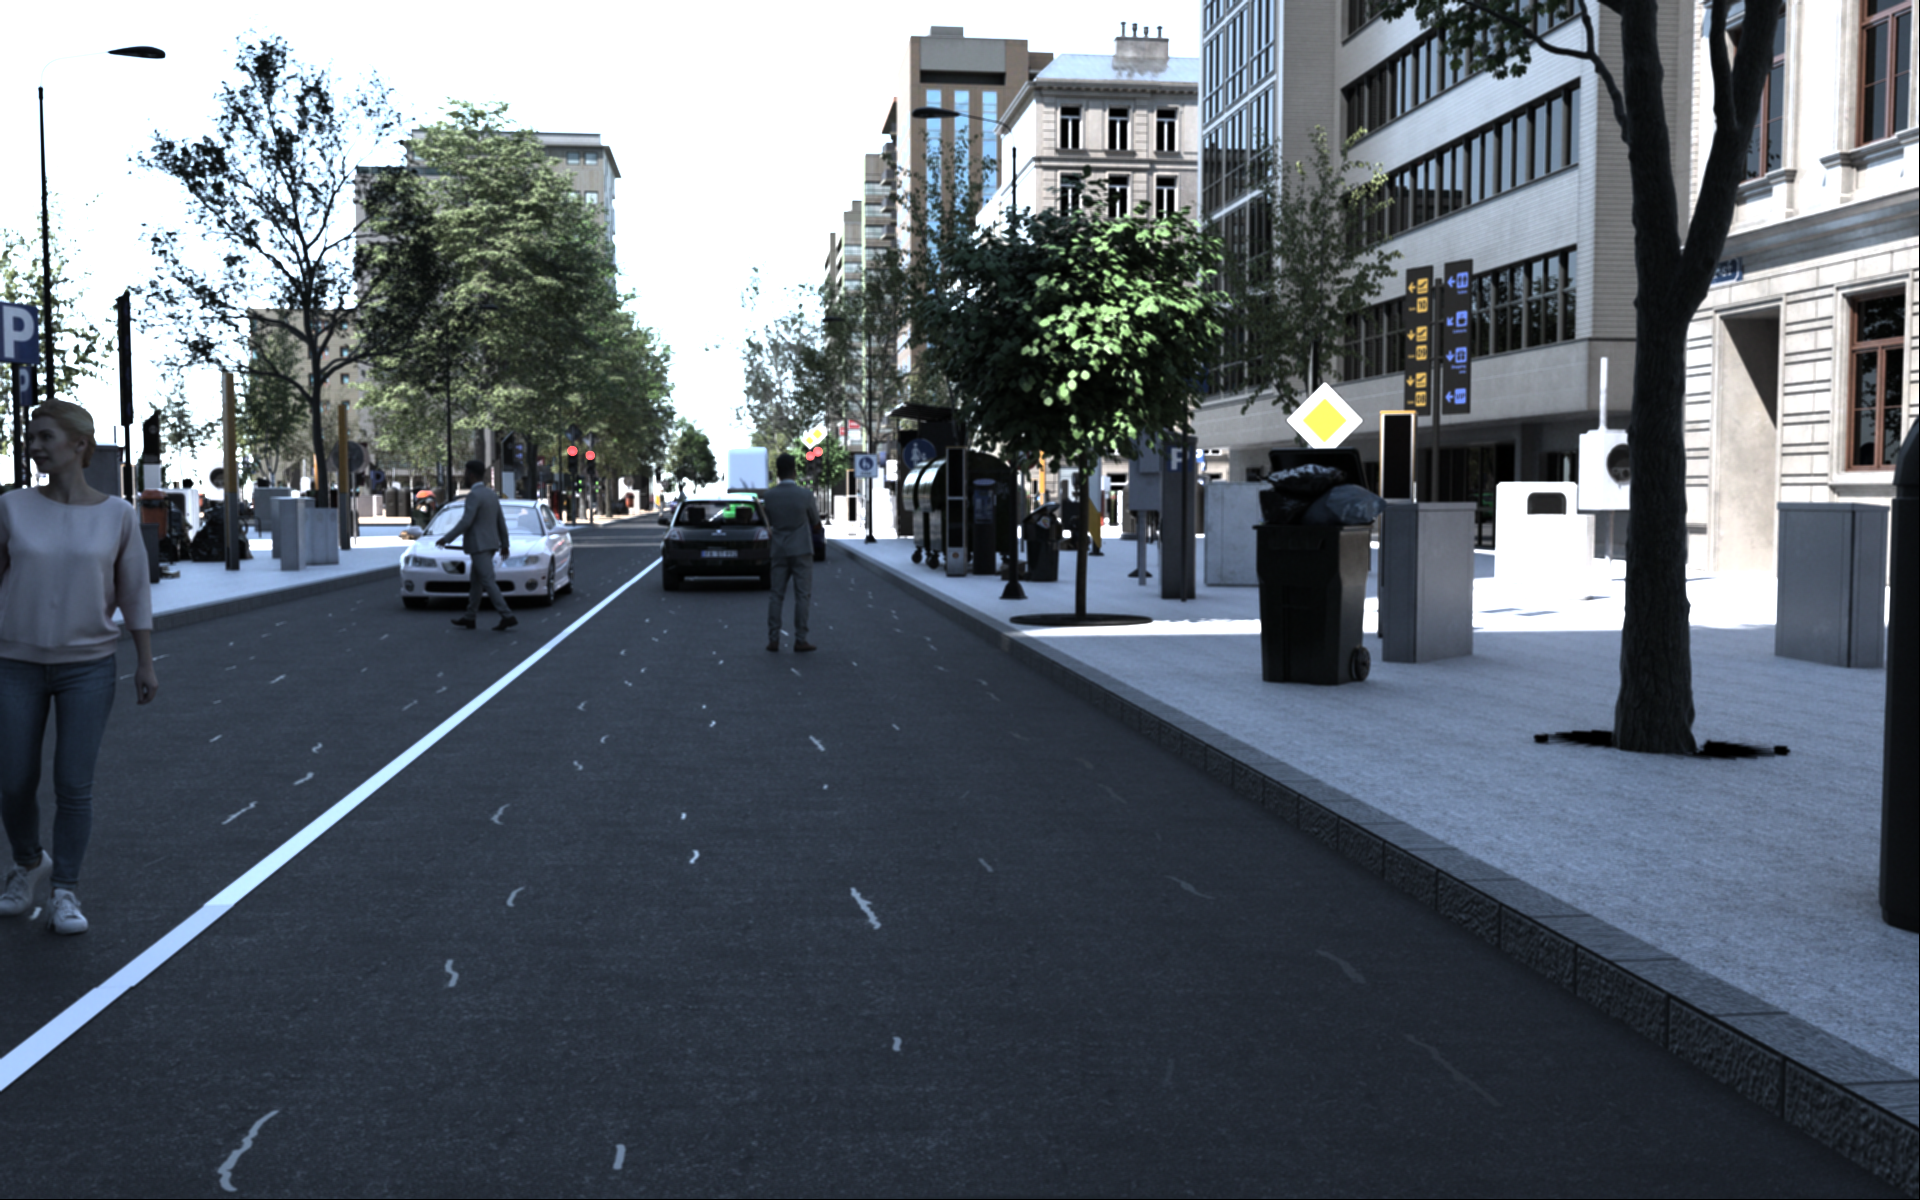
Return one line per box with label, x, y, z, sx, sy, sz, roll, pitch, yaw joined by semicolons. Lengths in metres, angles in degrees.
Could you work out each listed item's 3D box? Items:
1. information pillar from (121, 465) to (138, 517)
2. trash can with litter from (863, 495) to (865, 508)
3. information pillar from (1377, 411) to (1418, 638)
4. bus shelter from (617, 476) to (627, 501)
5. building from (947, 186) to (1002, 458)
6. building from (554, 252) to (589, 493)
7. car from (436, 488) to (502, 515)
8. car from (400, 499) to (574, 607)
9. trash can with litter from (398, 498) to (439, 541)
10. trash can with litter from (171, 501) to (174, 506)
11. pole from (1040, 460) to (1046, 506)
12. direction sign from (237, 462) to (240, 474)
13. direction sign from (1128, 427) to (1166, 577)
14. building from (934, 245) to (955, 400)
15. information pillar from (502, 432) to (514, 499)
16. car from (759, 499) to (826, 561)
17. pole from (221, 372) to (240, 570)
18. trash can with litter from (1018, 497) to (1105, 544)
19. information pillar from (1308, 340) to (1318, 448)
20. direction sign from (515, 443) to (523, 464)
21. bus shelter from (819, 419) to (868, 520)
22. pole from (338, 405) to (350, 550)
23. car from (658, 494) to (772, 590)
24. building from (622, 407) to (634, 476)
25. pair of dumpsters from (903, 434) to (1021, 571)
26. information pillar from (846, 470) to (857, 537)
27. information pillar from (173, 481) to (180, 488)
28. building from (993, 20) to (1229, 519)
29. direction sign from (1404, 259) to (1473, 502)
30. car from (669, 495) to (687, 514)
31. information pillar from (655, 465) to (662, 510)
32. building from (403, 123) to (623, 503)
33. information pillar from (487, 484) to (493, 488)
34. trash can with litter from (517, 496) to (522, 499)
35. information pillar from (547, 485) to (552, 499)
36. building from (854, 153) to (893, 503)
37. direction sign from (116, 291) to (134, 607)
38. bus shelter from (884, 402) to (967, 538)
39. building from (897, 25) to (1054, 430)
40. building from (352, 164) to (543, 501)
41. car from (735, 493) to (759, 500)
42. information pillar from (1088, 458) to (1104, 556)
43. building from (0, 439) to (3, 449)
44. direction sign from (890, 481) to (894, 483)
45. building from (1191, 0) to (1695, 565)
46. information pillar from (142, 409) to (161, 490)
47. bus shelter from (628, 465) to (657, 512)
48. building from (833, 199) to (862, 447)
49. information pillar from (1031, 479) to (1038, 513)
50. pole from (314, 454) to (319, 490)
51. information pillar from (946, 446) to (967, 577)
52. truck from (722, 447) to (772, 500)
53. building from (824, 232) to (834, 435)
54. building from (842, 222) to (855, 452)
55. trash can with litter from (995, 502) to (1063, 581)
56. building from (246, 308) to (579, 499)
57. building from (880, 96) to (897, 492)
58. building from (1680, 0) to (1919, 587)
information pillar;-20.823;-2.382;43.444;0.304;2.012;0.304;-1;4;-15
trash can with litter;-8.076;-8.664;153.050;1.055;1.170;0.624;1;4;9
information pillar;3.904;-0.671;15.457;0.304;2.012;0.304;1;4;19
bus shelter;-27.085;-9.034;141.625;2.014;3.302;5.546;0;4;-7
building;5.331;-15.701;111.469;10.420;20.320;16.860;0;4;-7
building;-50.217;-26.099;198.412;14.160;30.474;14.107;0;4;-7
car;-20.881;-3.856;72.831;4.222;1.686;2.009;0;4;-7
car;-6.331;-0.683;23.530;2.083;1.381;4.827;0;4;-8
trash can with litter;-14.990;-2.220;47.679;1.055;1.170;0.624;1;4;18
trash can with litter;-19.999;-1.976;43.697;0.624;1.170;1.055;-2;4;-35
pole;2.725;-3.866;57.058;0.158;3.312;0.155;0;3;0
direction sign;-50.317;-7.833;120.073;0.876;3.537;0.379;1;4;14
direction sign;2.795;-2.126;26.759;0.876;3.537;0.379;-2;4;-26
building;5.208;-19.460;137.263;14.460;24.649;34.723;0;4;-7
information pillar;-16.814;-4.472;64.478;0.183;3.616;0.504;3;4;38
car;-3.925;-1.589;38.565;1.945;1.354;3.894;0;4;-7
pole;-12.271;-2.157;29.117;0.158;3.312;0.155;0;3;0
trash can with litter;2.530;-2.056;44.667;2.233;1.210;1.678;1;4;17
information pillar;5.419;-2.158;26.645;0.183;3.616;0.504;0;4;4
direction sign;-19.695;-5.164;76.423;0.876;3.537;0.379;0;4;3
bus shelter;-6.040;-6.863;89.836;2.179;5.291;8.768;0;4;-7
pole;-14.121;-2.805;39.704;0.158;3.312;0.155;0;3;0
car;-3.771;-1.071;27.301;2.009;1.686;4.222;0;4;-7
building;-67.934;-26.837;283.818;27.650;21.520;28.899;0;4;-7
pair of dumpsters;-0.009;-1.687;30.080;1.574;2.255;4.437;0;4;-7
information pillar;-3.275;-2.933;52.441;0.304;2.012;0.304;-1;4;-10
information pillar;-42.741;-5.507;94.525;0.304;2.012;0.304;0;4;-2
building;15.146;-18.321;96.817;25.104;27.353;12.463;0;4;-7
direction sign;4.712;-1.538;17.151;0.379;3.537;0.876;-2;4;-29
car;-20.136;-6.921;125.746;1.945;1.354;3.894;-1;4;-9
information pillar;-23.945;-8.946;137.615;0.504;3.616;0.183;-1;4;-14
building;-64.716;-40.690;254.527;28.713;52.752;27.495;0;4;-7
information pillar;-33.254;-7.225;122.624;0.304;2.012;0.304;1;4;22
trash can with litter;-29.417;-6.314;114.620;1.055;1.170;0.624;3;5;40
information pillar;-31.547;-7.866;133.093;0.304;2.012;0.304;-2;4;-35
building;-4.985;-32.257;210.993;14.154;41.232;14.086;0;4;-7
direction sign;-9.485;-1.697;19.738;0.379;3.537;0.876;-2;4;-33
bus shelter;-0.964;-3.445;47.615;1.731;3.624;6.357;0;4;-7
building;1.407;-31.670;167.922;14.600;45.320;14.200;0;4;-7
building;-45.607;-23.480;155.596;14.160;30.474;14.107;0;4;-7
car;-9.911;-4.316;79.365;1.959;1.807;4.718;0;4;-6
information pillar;2.806;-2.740;36.147;0.183;3.616;0.504;-2;4;-27
building;-42.959;-23.611;40.657;28.867;44.769;22.147;0;4;-7
direction sign;-5.150;-8.037;123.395;0.876;3.537;0.379;0;4;1
building;16.672;-13.862;45.718;14.314;24.678;30.058;0;4;-7
information pillar;-22.399;-3.468;48.061;0.504;3.616;0.183;0;4;7
bus shelter;-23.621;-9.154;127.305;2.179;5.291;8.768;0;4;-7
building;-8.785;-40.177;280.593;21.300;48.544;21.600;0;4;-7
information pillar;3.710;-5.016;86.502;0.304;2.012;0.304;-1;4;-16
pole;-32.728;-5.767;88.126;0.158;3.312;0.155;0;3;0
information pillar;-0.052;-1.368;26.864;0.304;2.012;0.304;0;4;6
truck;-11.449;-6.389;94.211;2.967;4.110;18.799;0;4;-8
building;-12.514;-41.494;302.132;21.300;48.544;21.600;0;4;-7
building;-10.847;-35.390;262.218;14.154;41.232;14.086;0;4;-7
trash can with litter;0.997;-0.866;25.549;1.055;1.170;0.624;3;4;36
building;-54.046;-20.278;176.581;27.650;21.520;28.899;0;4;-7
building;2.760;-32.760;190.246;22.147;44.769;28.867;0;4;-7
building;18.295;-11.199;19.265;11.583;22.565;21.152;0;4;-7
